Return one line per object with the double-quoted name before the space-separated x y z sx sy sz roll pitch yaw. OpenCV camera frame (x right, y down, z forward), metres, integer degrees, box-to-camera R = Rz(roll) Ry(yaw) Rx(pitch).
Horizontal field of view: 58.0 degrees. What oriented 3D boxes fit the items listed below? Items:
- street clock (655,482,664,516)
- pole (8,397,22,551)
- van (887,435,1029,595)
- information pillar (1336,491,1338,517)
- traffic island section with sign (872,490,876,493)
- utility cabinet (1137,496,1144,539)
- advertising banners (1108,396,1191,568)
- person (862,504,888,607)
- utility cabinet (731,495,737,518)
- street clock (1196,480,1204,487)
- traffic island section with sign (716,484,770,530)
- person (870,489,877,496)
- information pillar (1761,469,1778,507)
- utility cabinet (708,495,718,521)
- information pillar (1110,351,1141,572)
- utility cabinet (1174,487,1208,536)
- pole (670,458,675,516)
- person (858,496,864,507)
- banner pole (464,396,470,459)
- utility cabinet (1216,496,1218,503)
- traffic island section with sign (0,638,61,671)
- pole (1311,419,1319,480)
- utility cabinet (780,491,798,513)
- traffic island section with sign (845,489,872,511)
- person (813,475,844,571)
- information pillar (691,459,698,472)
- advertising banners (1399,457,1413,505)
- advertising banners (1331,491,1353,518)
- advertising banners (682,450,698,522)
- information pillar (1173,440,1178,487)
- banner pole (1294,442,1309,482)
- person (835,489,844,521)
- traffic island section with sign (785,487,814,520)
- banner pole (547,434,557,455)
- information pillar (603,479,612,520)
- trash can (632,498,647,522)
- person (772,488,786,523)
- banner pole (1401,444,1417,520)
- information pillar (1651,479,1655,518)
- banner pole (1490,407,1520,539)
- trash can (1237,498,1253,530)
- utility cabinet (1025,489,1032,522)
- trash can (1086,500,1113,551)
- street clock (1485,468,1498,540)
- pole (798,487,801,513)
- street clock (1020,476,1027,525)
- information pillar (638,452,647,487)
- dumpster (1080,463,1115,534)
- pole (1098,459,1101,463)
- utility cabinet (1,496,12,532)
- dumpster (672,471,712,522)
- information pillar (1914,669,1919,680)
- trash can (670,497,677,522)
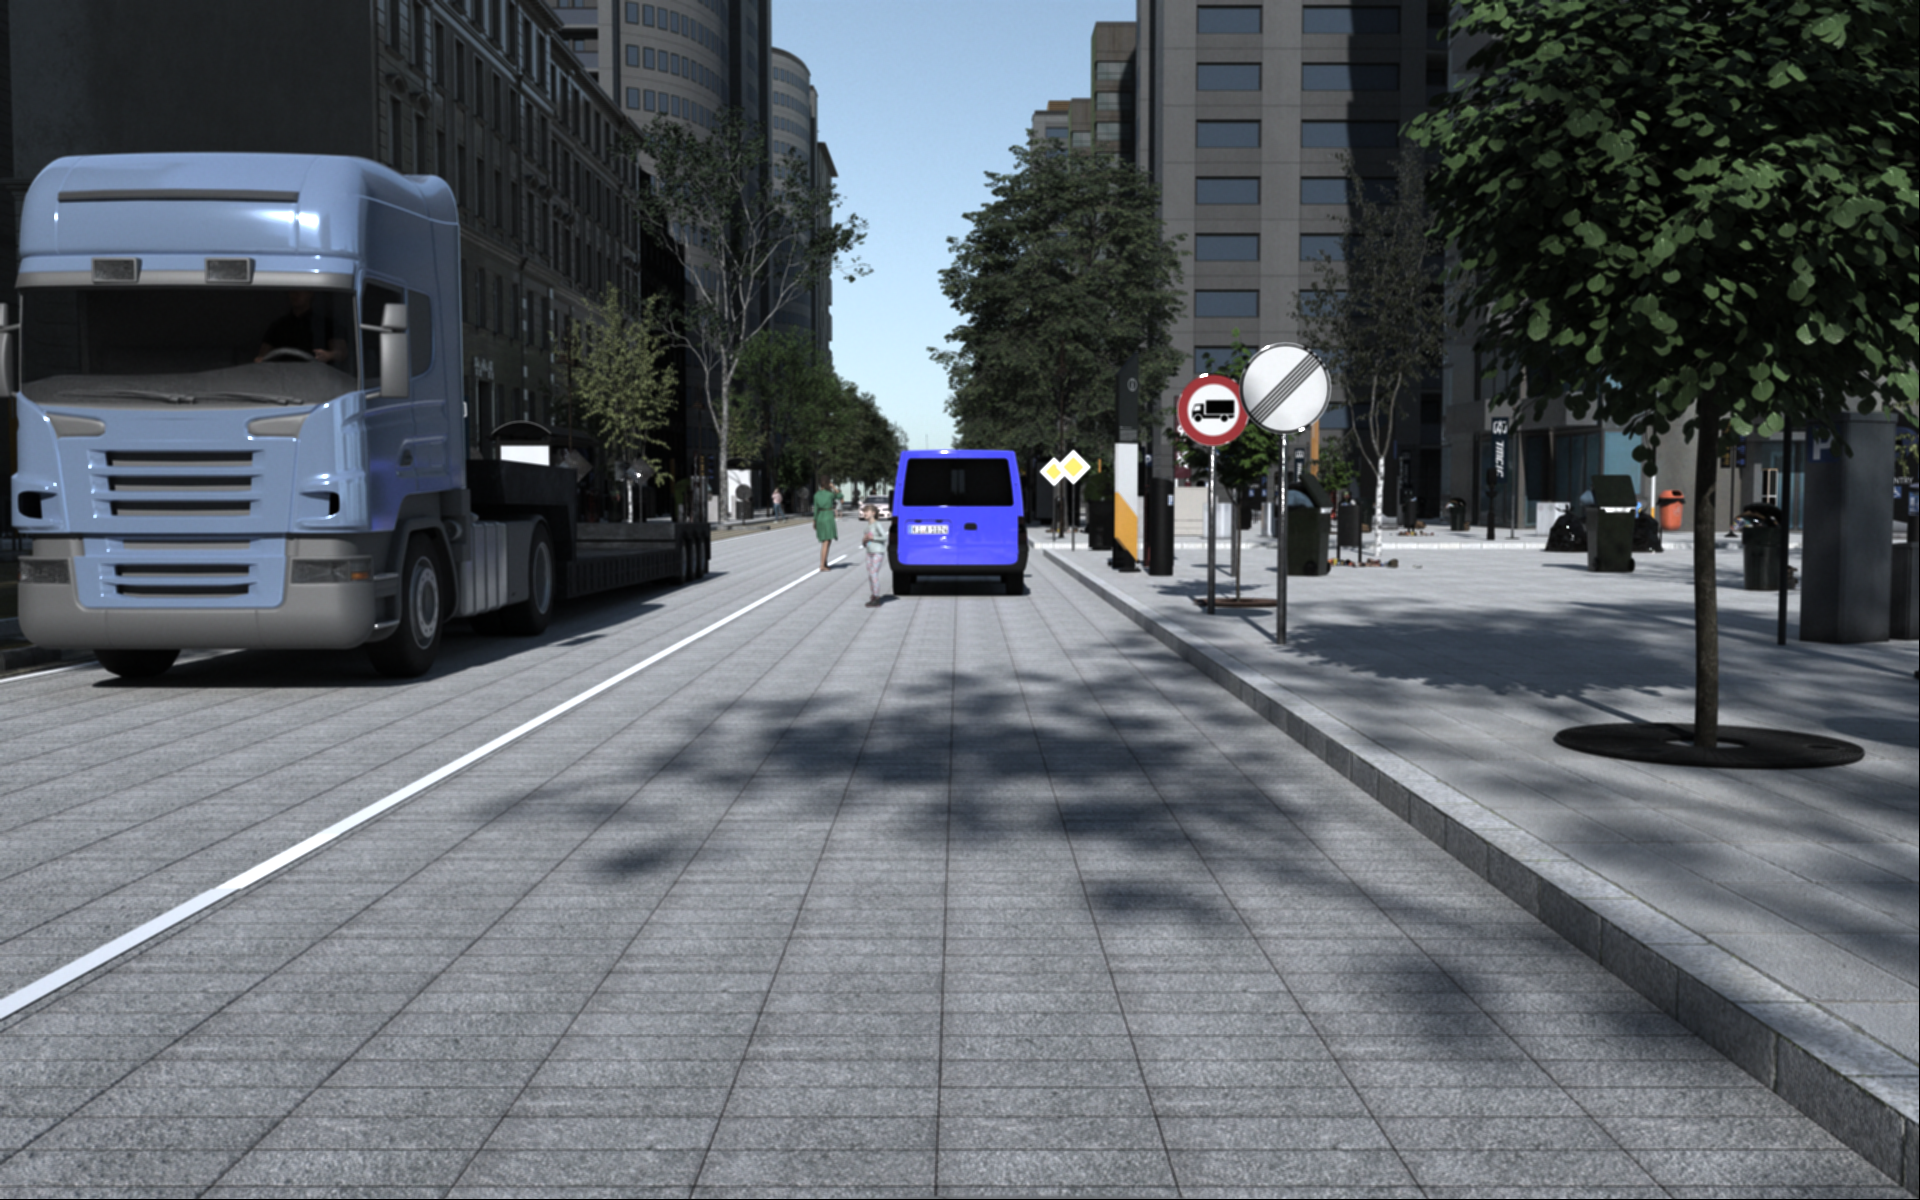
"street clock" -17.328 -5.833 99.940 0.358 2.002 0.471 2 4 33
"pole" -19.153 -2.524 35.105 0.158 3.312 0.155 0 3 0
"van" -0.024 -1.332 26.169 2.240 2.365 5.245 0 3 0
"information pillar" 19.852 -5.356 92.067 0.304 2.012 0.304 -2 4 -32
"traffic island section with sign" -8.687 -10.116 174.017 1.989 1.847 2.006 0 3 0
"utility cabinet" 5.204 -2.369 49.903 1.020 1.237 0.306 -2 4 -25
"advertising banners" 3.404 -2.099 30.506 2.074 3.025 0.090 -3 4 -38
"person" -1.112 -0.570 22.105 0.425 1.301 0.394 2 4 32
"utility cabinet" -11.917 -4.916 91.536 0.306 1.237 1.020 0 4 -5
"street clock" 12.801 -5.355 92.126 0.471 2.002 0.358 0 4 5
"traffic island section with sign" -8.679 -3.727 69.572 1.989 1.847 2.006 0 3 0
"person" -6.803 -7.902 137.712 1.348 1.821 0.705 -2 4 -33
"information pillar" 23.674 -2.825 50.686 0.304 2.012 0.304 -1 4 -13
"utility cabinet" -11.643 -4.363 82.489 1.020 1.237 0.306 -1 4 -17
"information pillar" 2.734 -2.262 28.346 0.504 3.616 0.183 -3 5 -42
"utility cabinet" 7.019 -2.708 52.949 1.173 1.500 0.318 1 4 16
"pole" -16.828 -6.559 101.078 0.158 3.312 0.155 0 3 0
"person" -6.341 -5.990 110.708 0.425 1.301 0.394 -1 4 -10
"banner pole" -11.358 -2.981 38.761 0.863 3.779 0.401 0 4 -2
"utility cabinet" 10.335 -3.760 72.629 1.020 1.237 0.306 -2 4 -27
"traffic island section with sign" -8.685 -0.348 14.315 1.989 1.847 2.006 0 3 0
"pole" 9.595 -3.244 46.875 0.158 3.312 0.155 0 3 0
"utility cabinet" -11.741 -6.736 118.806 1.173 1.500 0.318 -2 4 -30
"traffic island section with sign" -8.685 -8.438 146.586 1.989 1.847 2.006 0 3 0
"person" -2.532 -1.450 32.449 0.600 1.795 0.529 2 4 23
"information pillar" -17.803 -7.650 116.435 0.504 3.616 0.183 1 4 21
"advertising banners" 21.116 -5.251 82.050 0.090 3.025 2.074 2 4 32
"advertising banners" 18.750 -5.569 87.242 2.074 3.025 0.090 0 4 3
"advertising banners" -10.681 -4.433 68.660 0.090 3.025 2.074 0 4 8
"information pillar" 6.997 -3.971 56.287 0.183 3.616 0.504 0 4 -2
"banner pole" 16.459 -5.699 83.189 0.863 3.779 0.401 1 4 20
"person" -6.500 -5.126 93.321 0.522 1.701 0.512 1 4 11
"traffic island section with sign" -8.687 -5.376 96.527 1.989 1.847 2.006 0 3 0
"banner pole" -15.099 -4.530 64.083 0.401 3.779 0.863 -3 5 -42
"information pillar" -17.187 -4.894 84.509 0.304 2.012 0.304 1 4 16
"trash can" -12.514 -3.413 67.449 0.748 1.137 0.748 0 3 0
"person" -9.008 -4.721 86.272 0.643 1.750 0.593 2 4 34
"banner pole" 22.376 -5.890 86.324 0.863 3.779 0.401 0 4 1
"information pillar" 19.628 -3.526 48.997 0.183 3.616 0.504 1 4 23
"banner pole" 15.595 -3.641 49.545 0.863 3.779 0.401 1 4 22
"trash can" 10.167 -3.093 62.224 0.748 1.137 0.748 0 3 0
"utility cabinet" 2.942 -4.319 79.294 0.318 1.500 1.173 1 4 22
"trash can" 3.241 -1.705 39.526 0.748 1.137 0.748 0 3 0
"street clock" 14.826 -2.676 48.317 0.358 2.002 0.471 1 4 10
"pole" -11.158 -7.740 120.384 0.158 3.312 0.155 0 3 0
"street clock" 2.494 -3.945 69.066 0.358 2.002 0.471 -1 4 -20
"information pillar" -17.651 -6.417 96.278 0.504 3.616 0.183 0 4 -2
"dumpster" 4.651 -3.242 55.495 1.502 2.255 1.985 0 3 0
"pole" 7.919 -6.382 98.184 0.158 3.312 0.155 0 3 0
"utility cabinet" -32.263 -2.927 59.020 0.306 1.237 1.020 2 4 33
"dumpster" -11.491 -4.387 74.223 1.502 2.255 1.985 0 4 0
"information pillar" 6.749 -1.258 11.919 0.183 3.616 0.504 1 4 19
"trash can" -12.686 -4.056 77.965 0.748 1.137 0.748 0 3 0
